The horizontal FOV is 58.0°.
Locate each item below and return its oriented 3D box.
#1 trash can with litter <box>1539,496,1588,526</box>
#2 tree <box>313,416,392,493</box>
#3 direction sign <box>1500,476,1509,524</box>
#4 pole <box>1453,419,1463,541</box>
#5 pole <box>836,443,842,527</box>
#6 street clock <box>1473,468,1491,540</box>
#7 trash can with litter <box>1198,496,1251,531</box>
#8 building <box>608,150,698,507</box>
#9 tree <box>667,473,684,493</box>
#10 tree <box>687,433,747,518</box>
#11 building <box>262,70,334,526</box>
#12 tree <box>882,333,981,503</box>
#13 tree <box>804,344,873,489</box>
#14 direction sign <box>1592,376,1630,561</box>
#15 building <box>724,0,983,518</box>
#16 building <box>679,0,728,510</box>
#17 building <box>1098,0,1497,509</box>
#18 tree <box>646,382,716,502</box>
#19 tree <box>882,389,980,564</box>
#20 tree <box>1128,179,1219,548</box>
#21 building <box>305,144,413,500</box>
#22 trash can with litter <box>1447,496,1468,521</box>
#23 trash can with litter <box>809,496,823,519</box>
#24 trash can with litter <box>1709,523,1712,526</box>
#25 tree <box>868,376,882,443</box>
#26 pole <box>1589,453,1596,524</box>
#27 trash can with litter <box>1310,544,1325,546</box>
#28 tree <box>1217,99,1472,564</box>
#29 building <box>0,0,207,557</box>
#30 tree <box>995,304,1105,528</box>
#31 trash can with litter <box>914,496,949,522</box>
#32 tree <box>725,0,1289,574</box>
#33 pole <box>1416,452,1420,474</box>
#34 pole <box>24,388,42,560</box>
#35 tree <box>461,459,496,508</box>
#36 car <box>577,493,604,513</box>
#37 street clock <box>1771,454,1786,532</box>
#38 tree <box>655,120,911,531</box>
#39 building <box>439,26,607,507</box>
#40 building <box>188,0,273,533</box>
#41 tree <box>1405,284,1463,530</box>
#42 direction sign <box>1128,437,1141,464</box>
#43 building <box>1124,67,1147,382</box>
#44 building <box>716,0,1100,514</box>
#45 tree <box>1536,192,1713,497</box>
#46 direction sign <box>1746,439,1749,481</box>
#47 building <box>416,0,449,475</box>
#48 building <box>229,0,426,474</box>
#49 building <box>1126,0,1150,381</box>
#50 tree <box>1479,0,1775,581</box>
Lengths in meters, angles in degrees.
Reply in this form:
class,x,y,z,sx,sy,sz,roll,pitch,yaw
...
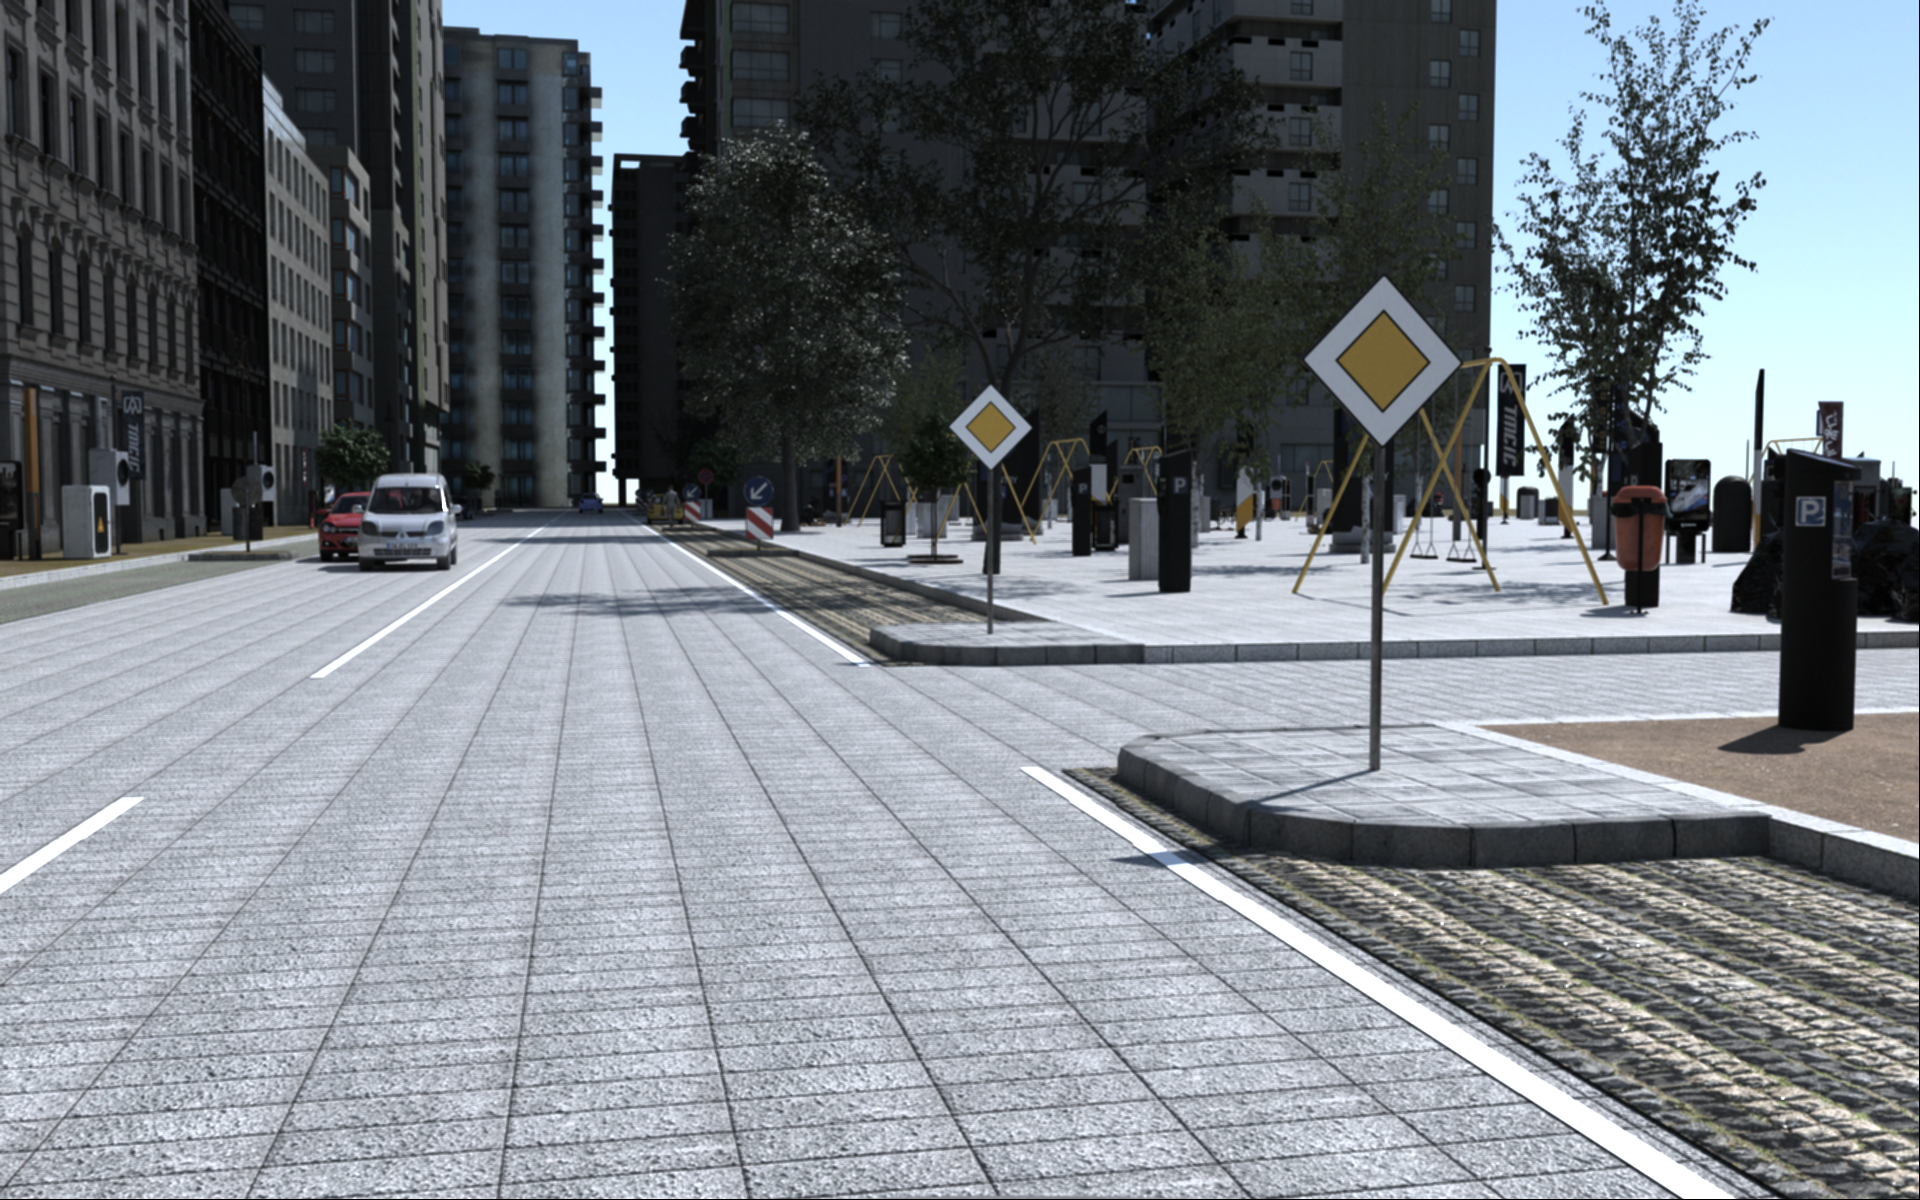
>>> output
class,x,y,z,sx,sy,sz,roll,pitch,yaw
trash can with litter,24.702,-3.669,71.049,2.233,1.210,1.678,0,4,6
tree,-25.485,-5.431,72.511,4.285,4.588,4.351,0,3,0
direction sign,23.289,-5.013,73.958,0.876,3.537,0.379,-1,4,-13
pole,13.634,-3.279,47.452,0.158,3.312,0.155,0,3,0
pole,-4.719,-4.498,67.389,0.158,3.312,0.155,0,3,0
street clock,14.715,-2.709,48.867,0.358,2.002,0.471,-2,4,-26
trash can with litter,9.284,-3.055,61.014,2.233,1.210,1.678,-1,4,-12
building,-26.179,-30.476,190.161,23.993,40.220,32.217,-1,4,-12
tree,-24.538,-9.341,147.321,1.663,3.219,1.824,0,3,0
tree,-12.873,-6.595,91.548,4.285,4.588,4.351,0,3,0
building,-33.882,-13.461,74.840,10.420,20.320,16.860,-1,4,-12
tree,-0.992,-7.663,75.660,4.737,8.622,4.395,0,3,0
tree,-6.173,-7.970,80.669,4.360,8.622,3.978,0,3,0
direction sign,12.533,-2.533,33.411,0.876,3.537,0.379,-2,4,-24
building,-6.821,-25.561,101.512,14.154,41.232,14.086,-1,4,-12
building,-12.757,-30.321,150.376,22.147,44.769,28.867,-1,4,-12
building,30.433,-34.874,159.433,27.495,52.752,28.713,-1,4,-12
tree,-17.954,-9.891,112.072,4.360,8.622,3.978,0,3,0
tree,-0.569,-2.290,32.044,1.663,3.219,1.824,0,3,0
tree,5.646,-5.517,40.558,4.737,8.622,4.395,0,3,0
building,-46.845,-15.445,97.562,27.650,21.520,28.899,-1,4,-12
trash can with litter,23.728,-4.360,82.668,0.624,1.170,1.055,-3,4,-36
trash can with litter,-7.292,-4.807,89.982,1.055,1.170,0.624,1,4,16
trash can with litter,30.098,-3.541,68.955,1.678,1.210,2.233,-1,4,-19
tree,-2.682,-8.346,86.814,4.737,8.622,4.395,0,3,0
pole,26.805,-4.862,73.343,0.158,3.312,0.155,0,3,0
trash can with litter,9.578,-1.894,42.032,1.678,1.210,2.233,0,4,-8
tree,7.247,-4.976,31.725,4.737,8.622,4.395,0,3,0
building,-25.688,-11.824,42.477,9.793,20.994,18.267,-1,4,-12
tree,3.244,-6.959,64.146,4.360,8.622,3.978,0,3,0
trash can with litter,-1.596,-4.197,79.674,2.233,1.210,1.678,2,4,31
tree,0.524,-5.669,27.098,8.767,10.594,7.601,0,4,-7
pole,22.364,-5.550,84.589,0.158,3.312,0.155,0,3,0
pole,-17.925,-2.424,33.472,0.158,3.312,0.155,0,3,0
tree,-45.220,-10.929,162.401,4.285,4.588,4.351,0,3,0
car,-27.762,-7.377,130.199,1.945,1.707,3.694,-1,4,-13
street clock,14.998,-1.655,31.623,0.358,2.002,0.471,2,4,34
tree,-5.848,-9.354,59.593,9.857,13.997,8.962,0,3,0
building,-52.607,-34.294,180.308,30.456,49.044,23.786,-1,4,-12
building,-31.452,-14.000,58.583,12.332,23.373,15.834,-1,4,-12
tree,16.466,-6.778,61.177,4.360,8.622,3.978,0,3,0
direction sign,6.937,-4.701,68.859,0.379,3.537,0.876,3,4,38
building,8.673,-29.273,162.200,14.086,41.232,14.154,-1,4,-12
building,-2.873,-32.665,123.314,28.713,52.752,27.495,-1,4,-12
tree,16.241,-5.685,43.313,4.737,8.622,4.395,0,3,0
direction sign,32.588,-4.876,71.724,0.379,3.537,0.876,2,4,26
building,-56.341,-33.730,140.727,27.495,52.752,28.713,-1,4,-12
building,-45.089,-26.658,119.455,14.154,41.232,14.086,-1,4,-12
building,15.827,-53.841,192.967,31.000,86.520,22.319,-1,4,-12
tree,9.892,-4.596,25.503,4.360,8.622,3.978,0,3,0
